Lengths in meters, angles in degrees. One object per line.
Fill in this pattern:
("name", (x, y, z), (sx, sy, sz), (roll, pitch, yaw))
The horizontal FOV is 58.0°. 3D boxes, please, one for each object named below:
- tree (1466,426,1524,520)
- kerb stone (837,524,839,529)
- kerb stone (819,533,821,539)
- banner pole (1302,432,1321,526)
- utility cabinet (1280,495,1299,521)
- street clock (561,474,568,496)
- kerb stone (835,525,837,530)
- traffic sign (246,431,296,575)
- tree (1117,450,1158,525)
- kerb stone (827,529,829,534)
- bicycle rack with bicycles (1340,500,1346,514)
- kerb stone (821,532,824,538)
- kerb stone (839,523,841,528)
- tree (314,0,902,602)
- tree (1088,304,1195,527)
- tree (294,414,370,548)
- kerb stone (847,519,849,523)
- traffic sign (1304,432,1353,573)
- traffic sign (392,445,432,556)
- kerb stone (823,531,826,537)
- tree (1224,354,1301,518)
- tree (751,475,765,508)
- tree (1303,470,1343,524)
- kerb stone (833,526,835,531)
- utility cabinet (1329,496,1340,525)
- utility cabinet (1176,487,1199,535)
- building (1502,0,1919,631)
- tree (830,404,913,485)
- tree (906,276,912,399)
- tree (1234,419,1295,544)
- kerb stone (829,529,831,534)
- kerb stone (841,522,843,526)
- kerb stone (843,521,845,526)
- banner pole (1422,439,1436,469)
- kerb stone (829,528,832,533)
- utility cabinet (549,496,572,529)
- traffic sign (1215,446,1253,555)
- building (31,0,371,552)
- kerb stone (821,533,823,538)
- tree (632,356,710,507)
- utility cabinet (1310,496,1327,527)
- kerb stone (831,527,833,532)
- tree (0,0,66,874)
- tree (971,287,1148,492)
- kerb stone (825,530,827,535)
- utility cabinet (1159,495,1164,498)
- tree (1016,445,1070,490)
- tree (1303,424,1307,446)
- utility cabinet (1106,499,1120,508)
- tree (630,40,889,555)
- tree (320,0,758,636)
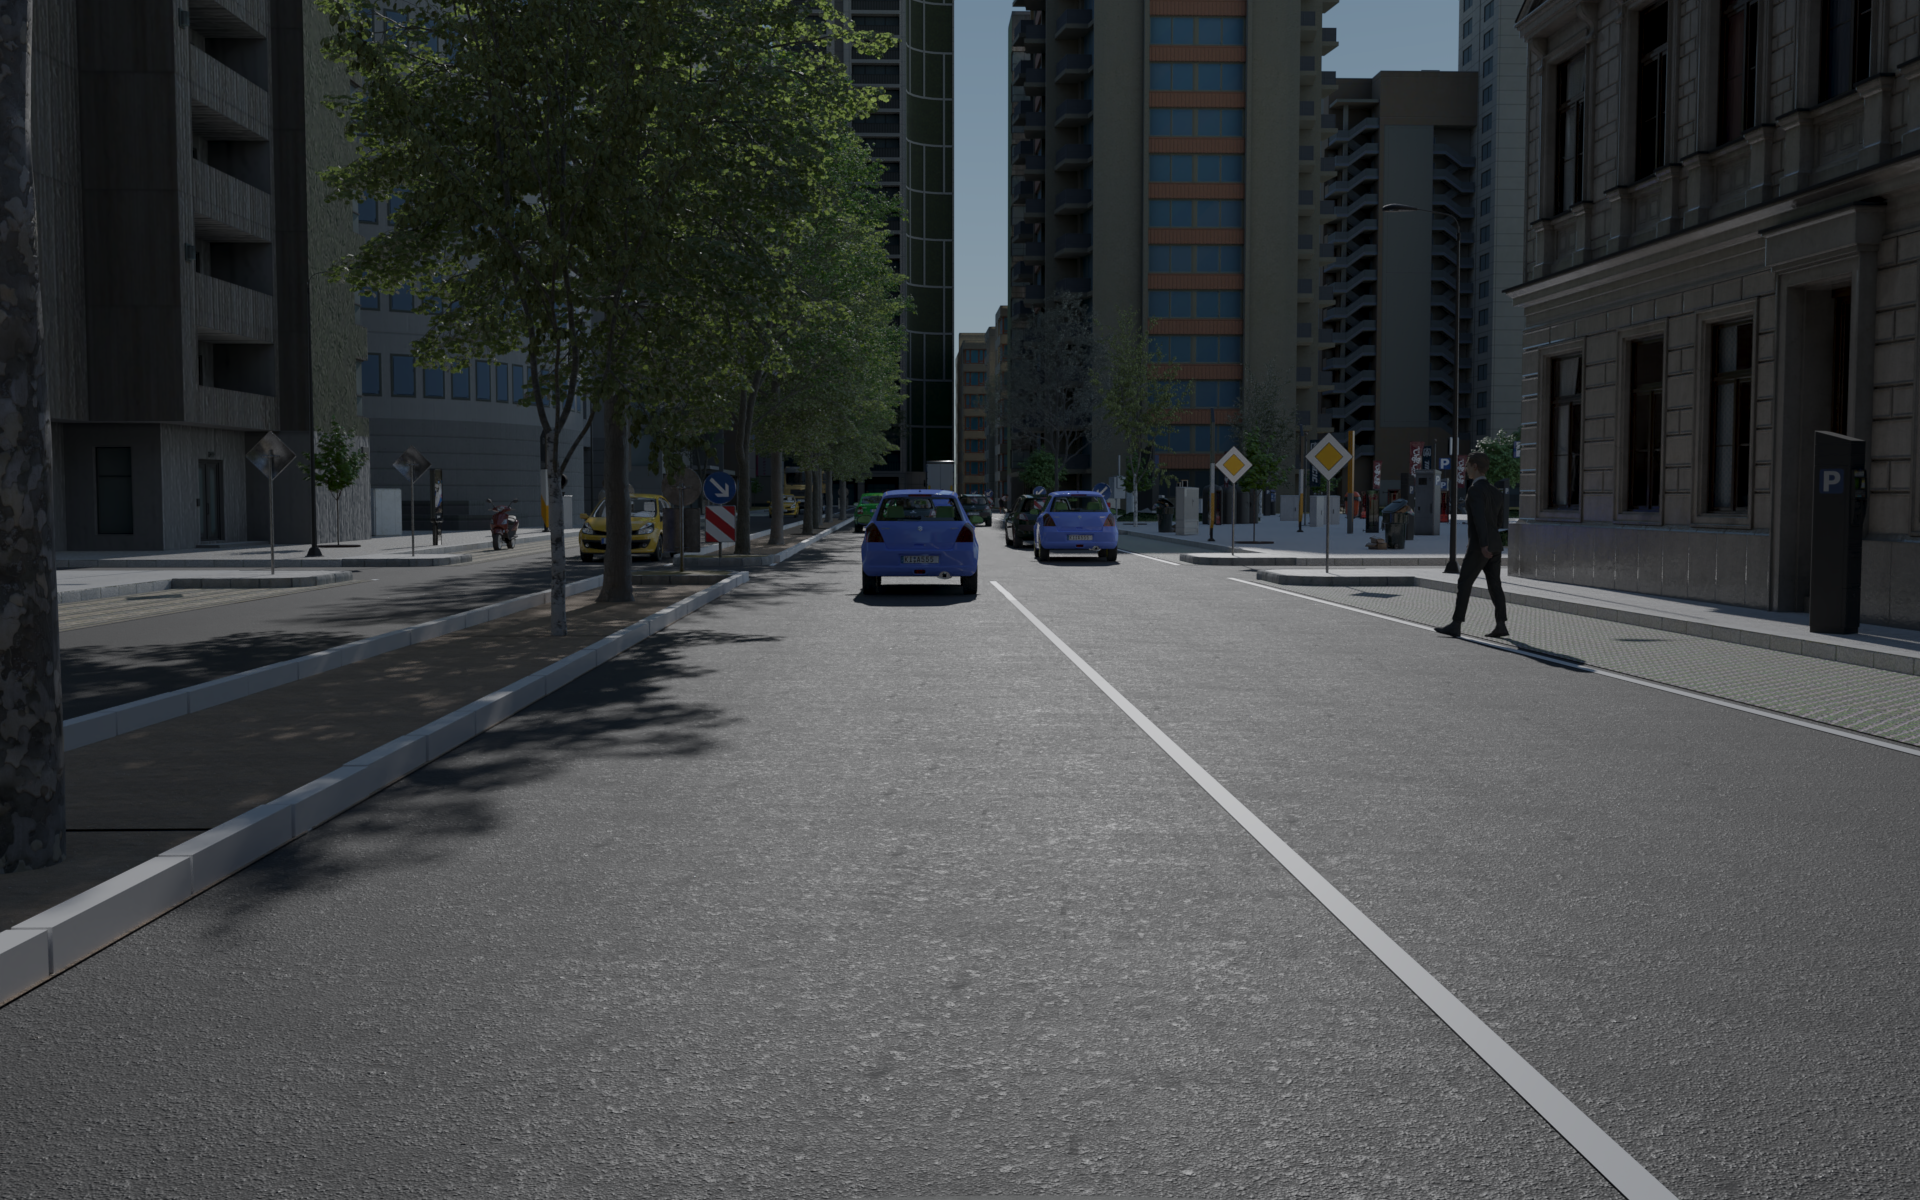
("tree", (26.566, -6.204, 85.142), (4.285, 4.588, 4.351), (0, 3, 0))
("kerb stone", (-4.973, -2.844, 68.689), (0.120, 0.150, 1.000), (0, 4, -2))
("kerb stone", (-4.426, -1.904, 53.330), (0.120, 0.150, 1.000), (0, 4, -2))
("banner pole", (14.194, -4.893, 70.019), (0.863, 3.779, 0.401), (2, 4, 30))
("utility cabinet", (15.781, -4.366, 82.550), (1.020, 1.237, 0.306), (1, 4, 8))
("street clock", (-14.221, -3.492, 61.666), (0.471, 2.002, 0.358), (0, 4, 4))
("kerb stone", (-4.892, -2.718, 66.629), (0.120, 0.150, 1.000), (0, 4, -2))
("traffic sign", (-10.959, -1.463, 27.569), (0.795, 2.450, 0.064), (0, 4, -2))
("tree", (7.226, -4.763, 72.473), (1.663, 3.219, 1.824), (0, 3, 0))
("kerb stone", (-4.650, -2.280, 59.475), (0.120, 0.150, 1.000), (0, 4, -2))
("bicycle rack with bicycles", (23.852, -5.911, 110.023), (2.925, 0.926, 2.852), (-3, 4, -39))
("kerb stone", (-4.507, -2.015, 55.380), (0.120, 0.150, 1.000), (0, 4, -2))
("kerb stone", (-5.036, -2.969, 70.733), (0.120, 0.150, 1.000), (0, 4, -2))
("tree", (-4.669, -6.266, 23.042), (7.486, 12.596, 7.792), (0, 3, 0))
("tree", (6.859, -7.127, 66.884), (4.737, 8.622, 4.395), (0, 3, 0))
("tree", (-15.149, -2.881, 41.712), (1.663, 3.219, 1.824), (0, 3, 0))
("kerb stone", (-5.403, -3.597, 81.005), (0.120, 0.150, 1.000), (0, 4, -2))
("traffic sign", (5.975, -1.498, 28.139), (0.795, 2.450, 0.064), (0, 4, -2))
("traffic sign", (-11.238, -1.951, 35.549), (0.795, 2.450, 0.064), (0, 4, -2))
("kerb stone", (-4.539, -2.092, 56.404), (0.120, 0.150, 1.000), (0, 4, -2))
("tree", (16.025, -8.676, 92.208), (4.360, 8.622, 3.978), (0, 3, 0))
("tree", (-18.484, -9.923, 156.835), (1.663, 3.219, 1.824), (0, 3, 0))
("tree", (15.551, -4.894, 74.614), (1.663, 3.219, 1.824), (0, 3, 0))
("kerb stone", (-4.824, -2.589, 64.586), (0.120, 0.150, 1.000), (0, 4, -2))
("utility cabinet", (15.464, -3.772, 72.830), (1.020, 1.237, 0.306), (-1, 4, -20))
("utility cabinet", (7.102, -2.774, 54.034), (0.318, 1.500, 1.173), (2, 4, 30))
("building", (13.607, -9.362, 17.705), (10.561, 19.102, 19.286), (0, 4, -2))
("tree", (-6.956, -10.140, 102.666), (8.767, 10.594, 7.601), (0, 4, -2))
("tree", (-5.281, -7.844, 48.837), (7.486, 12.596, 7.792), (0, 3, 0))
("tree", (7.581, -3.067, 44.743), (1.663, 3.219, 1.824), (0, 3, 0))
("kerb stone", (-4.688, -2.340, 60.499), (0.120, 0.150, 1.000), (0, 4, -2))
("kerb stone", (-5.114, -3.094, 72.777), (0.120, 0.150, 1.000), (0, 4, -2))
("kerb stone", (-5.221, -3.281, 75.860), (0.120, 0.150, 1.000), (0, 4, -2))
("banner pole", (21.404, -5.436, 78.903), (0.401, 3.779, 0.863), (-3, 5, -44))
("kerb stone", (-4.713, -2.405, 61.521), (0.120, 0.150, 1.000), (0, 4, -2))
("utility cabinet", (-14.653, -3.202, 63.518), (0.306, 1.237, 1.020), (2, 4, 26))
("traffic sign", (5.696, -1.986, 36.119), (0.795, 2.450, 0.064), (0, 4, -2))
("building", (-23.433, -16.471, 40.995), (14.160, 30.474, 14.107), (0, 4, -2))
("kerb stone", (-4.471, -1.962, 54.351), (0.120, 0.150, 1.000), (0, 4, -2))
("tree", (-15.495, -8.758, 93.556), (4.360, 8.622, 3.978), (0, 3, 0))
("utility cabinet", (13.987, -3.469, 67.878), (0.306, 1.237, 1.020), (2, 4, 27))
("kerb stone", (-4.756, -2.468, 62.542), (0.120, 0.150, 1.000), (0, 4, -2))
("tree", (-4.920, -9.084, 6.869), (12.611, 20.169, 13.585), (0, 3, 0))
("tree", (5.788, -11.700, 101.660), (12.009, 13.543, 11.850), (0, 3, 0))
("kerb stone", (-4.571, -2.155, 57.425), (0.120, 0.150, 1.000), (0, 4, -2))
("utility cabinet", (10.637, -5.095, 94.471), (1.020, 1.237, 0.306), (2, 4, 35))
("tree", (5.490, -7.916, 113.146), (4.285, 4.588, 4.351), (0, 3, 0))
("tree", (19.632, -9.749, 109.759), (4.360, 8.622, 3.978), (0, 3, 0))
("utility cabinet", (9.613, -6.158, 109.369), (1.173, 1.500, 0.318), (-3, 5, -41))
("tree", (-4.902, -6.806, 39.491), (9.928, 11.665, 9.643), (0, 3, 0))
("tree", (-3.999, -3.924, 16.982), (4.737, 8.622, 4.395), (0, 3, 0))
